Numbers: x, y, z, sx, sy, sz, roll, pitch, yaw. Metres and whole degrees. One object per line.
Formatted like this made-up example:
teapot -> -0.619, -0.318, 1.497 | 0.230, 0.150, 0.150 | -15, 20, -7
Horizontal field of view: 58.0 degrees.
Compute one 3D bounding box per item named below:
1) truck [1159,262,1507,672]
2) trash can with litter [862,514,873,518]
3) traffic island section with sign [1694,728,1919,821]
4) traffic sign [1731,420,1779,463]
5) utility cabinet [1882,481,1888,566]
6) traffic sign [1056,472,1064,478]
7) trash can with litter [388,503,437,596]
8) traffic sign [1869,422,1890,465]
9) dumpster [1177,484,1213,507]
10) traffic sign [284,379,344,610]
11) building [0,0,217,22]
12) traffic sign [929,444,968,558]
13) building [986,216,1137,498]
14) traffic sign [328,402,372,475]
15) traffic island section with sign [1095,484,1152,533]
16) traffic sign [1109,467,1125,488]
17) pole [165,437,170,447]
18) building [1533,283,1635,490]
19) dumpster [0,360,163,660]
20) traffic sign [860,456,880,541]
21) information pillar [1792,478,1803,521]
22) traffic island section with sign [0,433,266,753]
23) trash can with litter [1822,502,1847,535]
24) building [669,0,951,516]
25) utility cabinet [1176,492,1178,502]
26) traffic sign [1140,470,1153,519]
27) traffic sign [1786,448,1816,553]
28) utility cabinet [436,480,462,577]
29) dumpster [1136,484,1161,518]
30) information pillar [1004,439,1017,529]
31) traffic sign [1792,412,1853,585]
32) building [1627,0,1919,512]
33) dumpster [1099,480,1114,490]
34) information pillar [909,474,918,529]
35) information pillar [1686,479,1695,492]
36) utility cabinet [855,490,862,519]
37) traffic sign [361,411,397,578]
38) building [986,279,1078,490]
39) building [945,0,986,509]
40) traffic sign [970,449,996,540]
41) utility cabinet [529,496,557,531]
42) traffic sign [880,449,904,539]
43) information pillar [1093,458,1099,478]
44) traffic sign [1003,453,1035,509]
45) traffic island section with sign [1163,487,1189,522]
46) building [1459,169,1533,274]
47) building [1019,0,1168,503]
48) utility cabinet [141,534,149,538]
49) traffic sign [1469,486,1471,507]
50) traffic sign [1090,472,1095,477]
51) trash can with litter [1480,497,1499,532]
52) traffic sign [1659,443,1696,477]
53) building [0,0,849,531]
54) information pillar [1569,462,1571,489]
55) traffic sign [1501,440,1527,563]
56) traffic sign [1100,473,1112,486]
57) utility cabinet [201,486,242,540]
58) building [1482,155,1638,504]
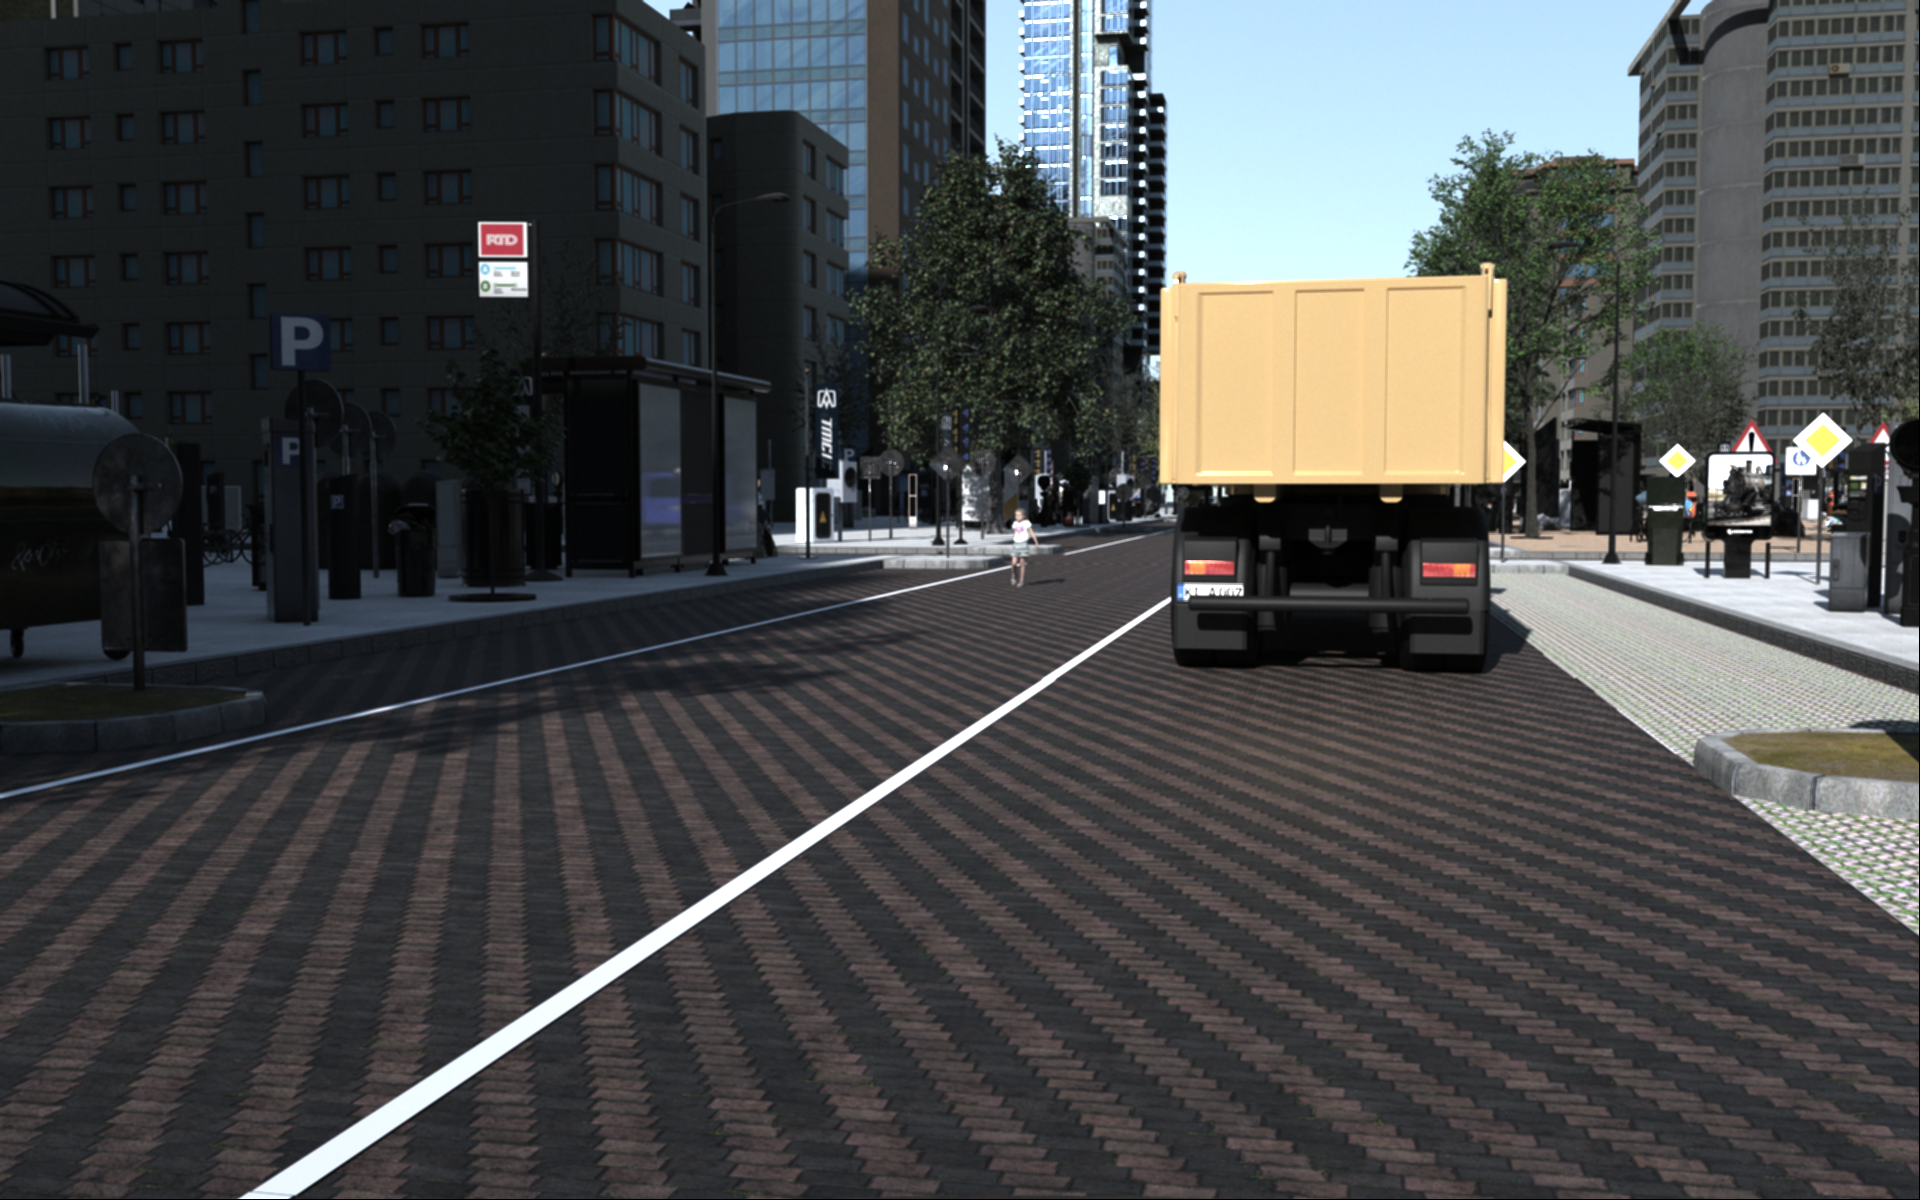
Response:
truck -> 3.828, -1.332, 17.710 | 3.469, 3.379, 9.791 | 1, 4, 13
trash can with litter -> -5.581, -5.126, 94.873 | 1.678, 1.210, 2.233 | 0, 4, -1
traffic island section with sign -> 4.725, 0.015, 8.389 | 1.989, 1.847, 2.006 | 1, 4, 12
traffic sign -> 13.852, -1.858, 30.374 | 0.884, 2.594, 0.081 | 1, 4, 18
utility cabinet -> 16.321, -1.335, 30.510 | 1.173, 1.500, 0.318 | -3, 4, -36
traffic sign -> 4.571, -4.637, 76.994 | 0.795, 2.450, 0.064 | 1, 4, 14
trash can with litter -> -6.972, -0.645, 21.925 | 0.624, 1.170, 1.055 | -2, 4, -25
traffic sign -> 16.686, -1.919, 31.383 | 0.884, 2.594, 0.081 | 1, 4, 17
dumpster -> 12.944, -5.530, 95.365 | 1.985, 2.255, 1.502 | 1, 4, 10
traffic sign -> -7.153, -1.165, 19.154 | 0.768, 2.556, 0.104 | 1, 4, 17
building -> -47.428, -39.082, 77.238 | 20.611, 71.187, 20.563 | 1, 4, 12
traffic sign -> -0.239, -1.896, 34.648 | 0.795, 2.450, 0.064 | 1, 4, 12
building -> 8.657, -32.867, 229.260 | 32.217, 40.220, 23.993 | 1, 4, 12
traffic sign -> -8.479, -1.459, 23.964 | 0.768, 2.556, 0.104 | 1, 4, 16
traffic island section with sign -> 6.148, -3.430, 64.715 | 1.989, 1.847, 2.006 | 1, 4, 12
traffic sign -> 7.361, -4.961, 81.223 | 0.768, 2.556, 0.104 | 1, 4, 15
pole -> -28.285, -4.169, 61.999 | 0.158, 3.312, 0.155 | 0, 3, 0
building -> 67.152, -18.890, 153.897 | 27.650, 21.520, 28.899 | 1, 4, 12
dumpster -> -7.069, -0.620, 12.628 | 1.502, 2.255, 1.985 | 1, 4, 12
traffic sign -> -2.440, -2.740, 46.921 | 0.606, 2.300, 0.079 | 1, 4, 21
information pillar -> 38.459, -4.590, 79.544 | 0.304, 2.012, 0.304 | -2, 4, -31
traffic island section with sign -> -5.411, -0.118, 10.555 | 1.989, 1.847, 2.006 | 1, 4, 12
trash can with litter -> 12.957, -0.842, 25.149 | 0.624, 1.170, 1.055 | 3, 5, 42
building -> -8.810, -28.031, 108.422 | 14.600, 45.320, 14.200 | 1, 4, 12
utility cabinet -> 14.768, -6.485, 114.712 | 1.173, 1.500, 0.318 | -1, 4, -15
traffic sign -> 9.719, -5.546, 90.775 | 0.768, 2.556, 0.104 | 1, 4, 21
traffic sign -> 18.387, -2.189, 37.917 | 0.606, 2.300, 0.079 | 1, 4, 20
utility cabinet -> -7.948, -1.118, 26.951 | 0.318, 1.500, 1.173 | -1, 4, -11
dumpster -> 10.140, -5.356, 93.337 | 1.264, 1.857, 1.865 | 1, 4, 12
information pillar -> 1.864, -4.452, 64.149 | 0.504, 3.616, 0.183 | 1, 4, 11
traffic sign -> 12.159, -1.425, 24.477 | 0.795, 2.450, 0.064 | 1, 4, 13
building -> 63.617, -26.618, 127.089 | 32.217, 40.220, 23.993 | 1, 4, 12
dumpster -> 8.833, -6.422, 107.492 | 1.502, 2.255, 1.985 | 1, 4, 12
information pillar -> -1.724, -3.629, 63.818 | 0.304, 2.012, 0.304 | 0, 4, 5
information pillar -> 36.319, -4.994, 86.150 | 0.304, 2.012, 0.304 | 0, 4, 6
utility cabinet -> -5.078, -4.793, 87.039 | 0.318, 1.500, 1.173 | 0, 4, -1
traffic sign -> -8.942, -1.611, 26.450 | 0.768, 2.556, 0.104 | 1, 4, 18
building -> -4.652, -19.050, 156.499 | 27.650, 21.520, 28.899 | 1, 4, 12
building -> -6.782, -42.319, 130.165 | 20.563, 71.187, 20.611 | 1, 4, 12
traffic sign -> 0.633, -2.970, 48.660 | 0.768, 2.556, 0.104 | 1, 4, 14
utility cabinet -> -13.704, -2.808, 57.067 | 0.306, 1.237, 1.020 | 2, 4, 35
traffic sign -> -1.954, -2.985, 48.907 | 0.768, 2.556, 0.104 | 1, 4, 19
information pillar -> 8.809, -7.403, 112.401 | 0.504, 3.616, 0.183 | -2, 4, -35
traffic sign -> 1.429, -2.374, 42.457 | 0.795, 2.450, 0.064 | 1, 4, 12
traffic island section with sign -> 11.767, -5.043, 91.081 | 1.989, 1.847, 2.006 | 1, 4, 12
building -> 84.522, -38.499, 253.160 | 21.300, 48.544, 21.600 | 1, 4, 12
building -> 19.965, -57.543, 253.503 | 22.319, 86.520, 31.000 | 1, 4, 12
utility cabinet -> -9.738, -0.547, 20.099 | 0.306, 1.237, 1.020 | 0, 4, -6
traffic sign -> 11.835, -2.237, 40.223 | 0.795, 2.450, 0.064 | 1, 4, 12
traffic sign -> 7.394, -6.079, 99.503 | 0.768, 2.556, 0.104 | 1, 4, 17
trash can with litter -> 17.818, -2.911, 58.987 | 0.624, 1.170, 1.055 | -2, 4, -34
traffic sign -> 16.353, -2.346, 39.539 | 0.795, 2.450, 0.064 | 1, 4, 17
building -> -22.089, -14.110, 75.744 | 27.650, 21.520, 28.899 | 1, 4, 12
information pillar -> 37.076, -6.926, 104.598 | 0.504, 3.616, 0.183 | 2, 4, 23
traffic sign -> 10.167, -1.760, 32.413 | 0.795, 2.450, 0.064 | 1, 4, 12
traffic sign -> 8.811, -6.380, 104.420 | 0.768, 2.556, 0.104 | 1, 4, 14
utility cabinet -> -20.325, -2.369, 47.412 | 1.173, 1.500, 0.318 | -1, 4, -11
building -> 80.439, -35.088, 228.316 | 22.147, 44.769, 28.867 | 1, 4, 12
